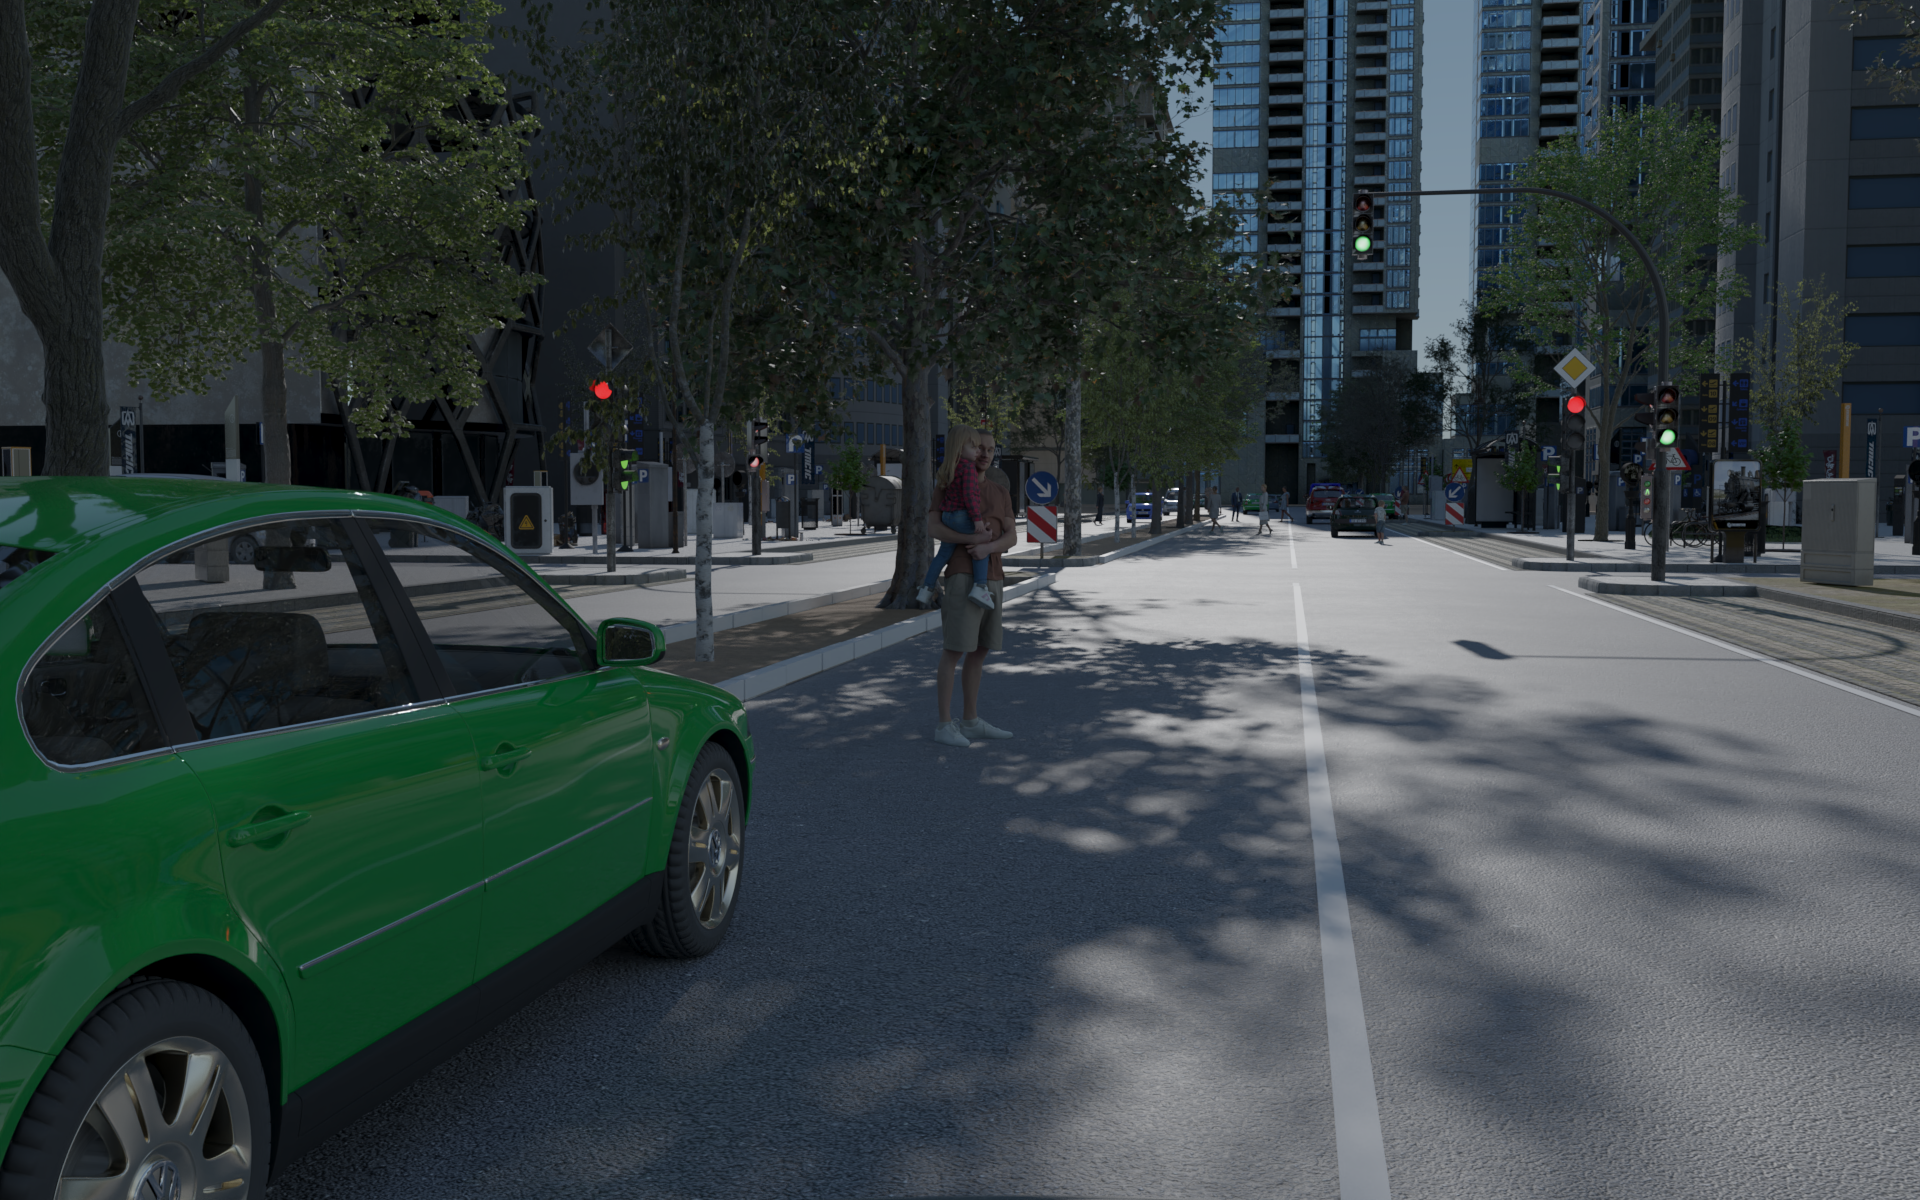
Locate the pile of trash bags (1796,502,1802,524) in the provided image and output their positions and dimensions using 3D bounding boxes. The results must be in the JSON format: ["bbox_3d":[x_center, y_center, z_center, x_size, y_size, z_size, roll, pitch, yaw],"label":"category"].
[{"bbox_3d":[35.468,-3.898,73.492,1.912,1.369,3.447,3,5,44],"label":"pile of trash bags"}]

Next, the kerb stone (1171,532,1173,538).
[{"bbox_3d":[6.616,-2.025,55.304,0.120,0.150,1.000,1,4,11],"label":"kerb stone"}]

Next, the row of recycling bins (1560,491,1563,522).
[{"bbox_3d":[27.665,-4.481,80.383,1.069,1.692,3.534,0,4,-7],"label":"row of recycling bins"}]

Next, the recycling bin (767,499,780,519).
[{"bbox_3d":[-9.643,-4.774,90.607,0.722,1.027,0.722,-2,4,-24],"label":"recycling bin"}]

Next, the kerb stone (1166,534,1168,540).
[{"bbox_3d":[6.234,-1.900,53.293,0.120,0.150,1.000,1,4,11],"label":"kerb stone"}]

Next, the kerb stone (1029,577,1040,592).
[{"bbox_3d":[1.017,-0.205,25.585,0.120,0.150,1.000,1,4,11],"label":"kerb stone"}]

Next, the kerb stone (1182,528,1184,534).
[{"bbox_3d":[7.753,-2.390,61.346,0.120,0.150,1.000,1,4,11],"label":"kerb stone"}]

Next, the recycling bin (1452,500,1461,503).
[{"bbox_3d":[29.492,-5.480,102.152,0.722,1.027,0.722,2,4,34],"label":"recycling bin"}]

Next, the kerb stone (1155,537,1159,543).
[{"bbox_3d":[5.478,-1.655,49.261,0.120,0.150,1.000,1,4,11],"label":"kerb stone"}]

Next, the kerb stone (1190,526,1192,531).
[{"bbox_3d":[8.704,-2.704,66.399,0.120,0.150,1.000,1,4,11],"label":"kerb stone"}]

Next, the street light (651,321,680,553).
[{"bbox_3d":[-6.156,-3.947,37.315,0.468,5.910,1.993,1,4,11],"label":"street light"}]

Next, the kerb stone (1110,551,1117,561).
[{"bbox_3d":[3.202,-0.915,37.167,0.120,0.150,1.000,1,4,11],"label":"kerb stone"}]

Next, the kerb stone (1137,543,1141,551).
[{"bbox_3d":[4.350,-1.287,43.231,0.120,0.150,1.000,1,4,11],"label":"kerb stone"}]

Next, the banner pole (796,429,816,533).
[{"bbox_3d":[-5.107,-4.069,56.552,0.863,3.779,0.401,1,4,16],"label":"banner pole"}]

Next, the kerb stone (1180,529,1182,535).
[{"bbox_3d":[7.570,-2.333,60.336,0.120,0.150,1.000,1,4,11],"label":"kerb stone"}]

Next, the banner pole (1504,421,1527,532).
[{"bbox_3d":[19.109,-4.250,59.498,0.863,3.779,0.401,2,4,28],"label":"banner pole"}]

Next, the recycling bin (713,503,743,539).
[{"bbox_3d":[-6.727,-2.305,50.247,0.722,1.027,0.722,1,4,9],"label":"recycling bin"}]

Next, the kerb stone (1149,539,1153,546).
[{"bbox_3d":[5.098,-1.533,47.252,0.120,0.150,1.000,1,4,11],"label":"kerb stone"}]

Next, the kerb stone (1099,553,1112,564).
[{"bbox_3d":[3.011,-0.854,36.163,0.120,0.150,1.000,1,4,11],"label":"kerb stone"}]

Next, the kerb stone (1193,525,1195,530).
[{"bbox_3d":[9.081,-2.825,68.414,0.120,0.150,1.000,1,4,11],"label":"kerb stone"}]

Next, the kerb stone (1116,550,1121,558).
[{"bbox_3d":[3.385,-0.977,38.179,0.120,0.150,1.000,1,4,11],"label":"kerb stone"}]

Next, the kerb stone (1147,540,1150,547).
[{"bbox_3d":[4.908,-1.471,46.248,0.120,0.150,1.000,1,4,11],"label":"kerb stone"}]

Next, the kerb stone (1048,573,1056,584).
[{"bbox_3d":[1.400,-0.327,27.594,0.120,0.150,1.000,1,4,11],"label":"kerb stone"}]

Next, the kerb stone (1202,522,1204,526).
[{"bbox_3d":[10.419,-3.258,75.488,0.120,0.150,1.000,1,4,11],"label":"kerb stone"}]

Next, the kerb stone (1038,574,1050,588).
[{"bbox_3d":[1.211,-0.269,26.588,0.120,0.150,1.000,1,4,11],"label":"kerb stone"}]

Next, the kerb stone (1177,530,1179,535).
[{"bbox_3d":[7.184,-2.210,58.328,0.120,0.150,1.000,1,4,11],"label":"kerb stone"}]

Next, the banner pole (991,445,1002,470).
[{"bbox_3d":[1.474,-5.339,77.306,0.863,3.779,0.401,1,4,8],"label":"banner pole"}]

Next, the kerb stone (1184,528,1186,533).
[{"bbox_3d":[7.944,-2.454,62.357,0.120,0.150,1.000,1,4,11],"label":"kerb stone"}]

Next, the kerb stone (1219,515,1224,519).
[{"bbox_3d":[14.791,-4.677,98.671,0.120,0.150,1.000,1,4,11],"label":"kerb stone"}]

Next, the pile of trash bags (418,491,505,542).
[{"bbox_3d":[-13.093,-2.273,46.921,3.447,1.369,1.912,-2,4,-25],"label":"pile of trash bags"}]

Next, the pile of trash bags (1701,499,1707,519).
[{"bbox_3d":[35.451,-4.326,80.483,3.447,1.369,1.912,-3,5,-42],"label":"pile of trash bags"}]

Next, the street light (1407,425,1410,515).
[{"bbox_3d":[27.579,-8.177,106.483,0.468,5.910,1.993,1,4,11],"label":"street light"}]

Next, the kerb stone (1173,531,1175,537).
[{"bbox_3d":[6.806,-2.087,56.310,0.120,0.150,1.000,1,4,11],"label":"kerb stone"}]

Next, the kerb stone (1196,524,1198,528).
[{"bbox_3d":[9.471,-2.943,70.432,0.120,0.150,1.000,1,4,11],"label":"kerb stone"}]

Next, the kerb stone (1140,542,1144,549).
[{"bbox_3d":[4.532,-1.348,44.238,0.120,0.150,1.000,1,4,11],"label":"kerb stone"}]

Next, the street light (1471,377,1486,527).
[{"bbox_3d":[20.371,-5.834,68.173,0.468,5.910,1.993,1,4,11],"label":"street light"}]

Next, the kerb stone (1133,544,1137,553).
[{"bbox_3d":[4.154,-1.225,42.225,0.120,0.150,1.000,1,4,11],"label":"kerb stone"}]

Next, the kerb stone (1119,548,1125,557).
[{"bbox_3d":[3.578,-1.040,39.193,0.120,0.150,1.000,1,4,11],"label":"kerb stone"}]

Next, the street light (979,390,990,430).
[{"bbox_3d":[1.127,-6.289,75.611,0.468,5.910,1.993,1,4,11],"label":"street light"}]

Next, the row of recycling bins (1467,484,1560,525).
[{"bbox_3d":[23.238,-4.028,72.974,3.534,1.692,1.069,1,4,11],"label":"row of recycling bins"}]

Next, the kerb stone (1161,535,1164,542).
[{"bbox_3d":[5.858,-1.779,51.283,0.120,0.150,1.000,1,4,11],"label":"kerb stone"}]

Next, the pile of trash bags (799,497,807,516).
[{"bbox_3d":[-10.422,-5.630,101.797,3.447,1.369,1.912,0,4,-1],"label":"pile of trash bags"}]

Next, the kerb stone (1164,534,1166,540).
[{"bbox_3d":[6.054,-1.839,52.287,0.120,0.150,1.000,1,4,11],"label":"kerb stone"}]

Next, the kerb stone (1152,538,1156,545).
[{"bbox_3d":[5.289,-1.593,48.256,0.120,0.150,1.000,1,4,11],"label":"kerb stone"}]

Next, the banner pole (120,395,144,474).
[{"bbox_3d":[-20.826,-3.285,43.720,0.401,3.779,0.863,2,4,24],"label":"banner pole"}]

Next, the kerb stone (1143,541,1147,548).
[{"bbox_3d":[4.721,-1.401,45.243,0.120,0.150,1.000,1,4,11],"label":"kerb stone"}]

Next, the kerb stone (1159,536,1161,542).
[{"bbox_3d":[5.668,-1.717,50.273,0.120,0.150,1.000,1,4,11],"label":"kerb stone"}]

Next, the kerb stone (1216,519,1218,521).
[{"bbox_3d":[13.267,-4.185,90.617,0.120,0.150,1.000,1,4,11],"label":"kerb stone"}]

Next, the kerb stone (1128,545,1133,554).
[{"bbox_3d":[3.959,-1.163,41.219,0.120,0.150,1.000,1,4,11],"label":"kerb stone"}]

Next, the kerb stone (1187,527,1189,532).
[{"bbox_3d":[8.322,-2.580,64.374,0.120,0.150,1.000,1,4,11],"label":"kerb stone"}]

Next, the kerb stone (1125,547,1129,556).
[{"bbox_3d":[3.768,-1.102,40.210,0.120,0.150,1.000,1,4,11],"label":"kerb stone"}]

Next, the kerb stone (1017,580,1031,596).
[{"bbox_3d":[0.834,-0.146,24.579,0.120,0.150,1.000,1,4,11],"label":"kerb stone"}]

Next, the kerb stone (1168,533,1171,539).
[{"bbox_3d":[6.428,-1.963,54.297,0.120,0.150,1.000,1,4,11],"label":"kerb stone"}]

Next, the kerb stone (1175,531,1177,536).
[{"bbox_3d":[7.000,-2.147,57.323,0.120,0.150,1.000,1,4,11],"label":"kerb stone"}]
